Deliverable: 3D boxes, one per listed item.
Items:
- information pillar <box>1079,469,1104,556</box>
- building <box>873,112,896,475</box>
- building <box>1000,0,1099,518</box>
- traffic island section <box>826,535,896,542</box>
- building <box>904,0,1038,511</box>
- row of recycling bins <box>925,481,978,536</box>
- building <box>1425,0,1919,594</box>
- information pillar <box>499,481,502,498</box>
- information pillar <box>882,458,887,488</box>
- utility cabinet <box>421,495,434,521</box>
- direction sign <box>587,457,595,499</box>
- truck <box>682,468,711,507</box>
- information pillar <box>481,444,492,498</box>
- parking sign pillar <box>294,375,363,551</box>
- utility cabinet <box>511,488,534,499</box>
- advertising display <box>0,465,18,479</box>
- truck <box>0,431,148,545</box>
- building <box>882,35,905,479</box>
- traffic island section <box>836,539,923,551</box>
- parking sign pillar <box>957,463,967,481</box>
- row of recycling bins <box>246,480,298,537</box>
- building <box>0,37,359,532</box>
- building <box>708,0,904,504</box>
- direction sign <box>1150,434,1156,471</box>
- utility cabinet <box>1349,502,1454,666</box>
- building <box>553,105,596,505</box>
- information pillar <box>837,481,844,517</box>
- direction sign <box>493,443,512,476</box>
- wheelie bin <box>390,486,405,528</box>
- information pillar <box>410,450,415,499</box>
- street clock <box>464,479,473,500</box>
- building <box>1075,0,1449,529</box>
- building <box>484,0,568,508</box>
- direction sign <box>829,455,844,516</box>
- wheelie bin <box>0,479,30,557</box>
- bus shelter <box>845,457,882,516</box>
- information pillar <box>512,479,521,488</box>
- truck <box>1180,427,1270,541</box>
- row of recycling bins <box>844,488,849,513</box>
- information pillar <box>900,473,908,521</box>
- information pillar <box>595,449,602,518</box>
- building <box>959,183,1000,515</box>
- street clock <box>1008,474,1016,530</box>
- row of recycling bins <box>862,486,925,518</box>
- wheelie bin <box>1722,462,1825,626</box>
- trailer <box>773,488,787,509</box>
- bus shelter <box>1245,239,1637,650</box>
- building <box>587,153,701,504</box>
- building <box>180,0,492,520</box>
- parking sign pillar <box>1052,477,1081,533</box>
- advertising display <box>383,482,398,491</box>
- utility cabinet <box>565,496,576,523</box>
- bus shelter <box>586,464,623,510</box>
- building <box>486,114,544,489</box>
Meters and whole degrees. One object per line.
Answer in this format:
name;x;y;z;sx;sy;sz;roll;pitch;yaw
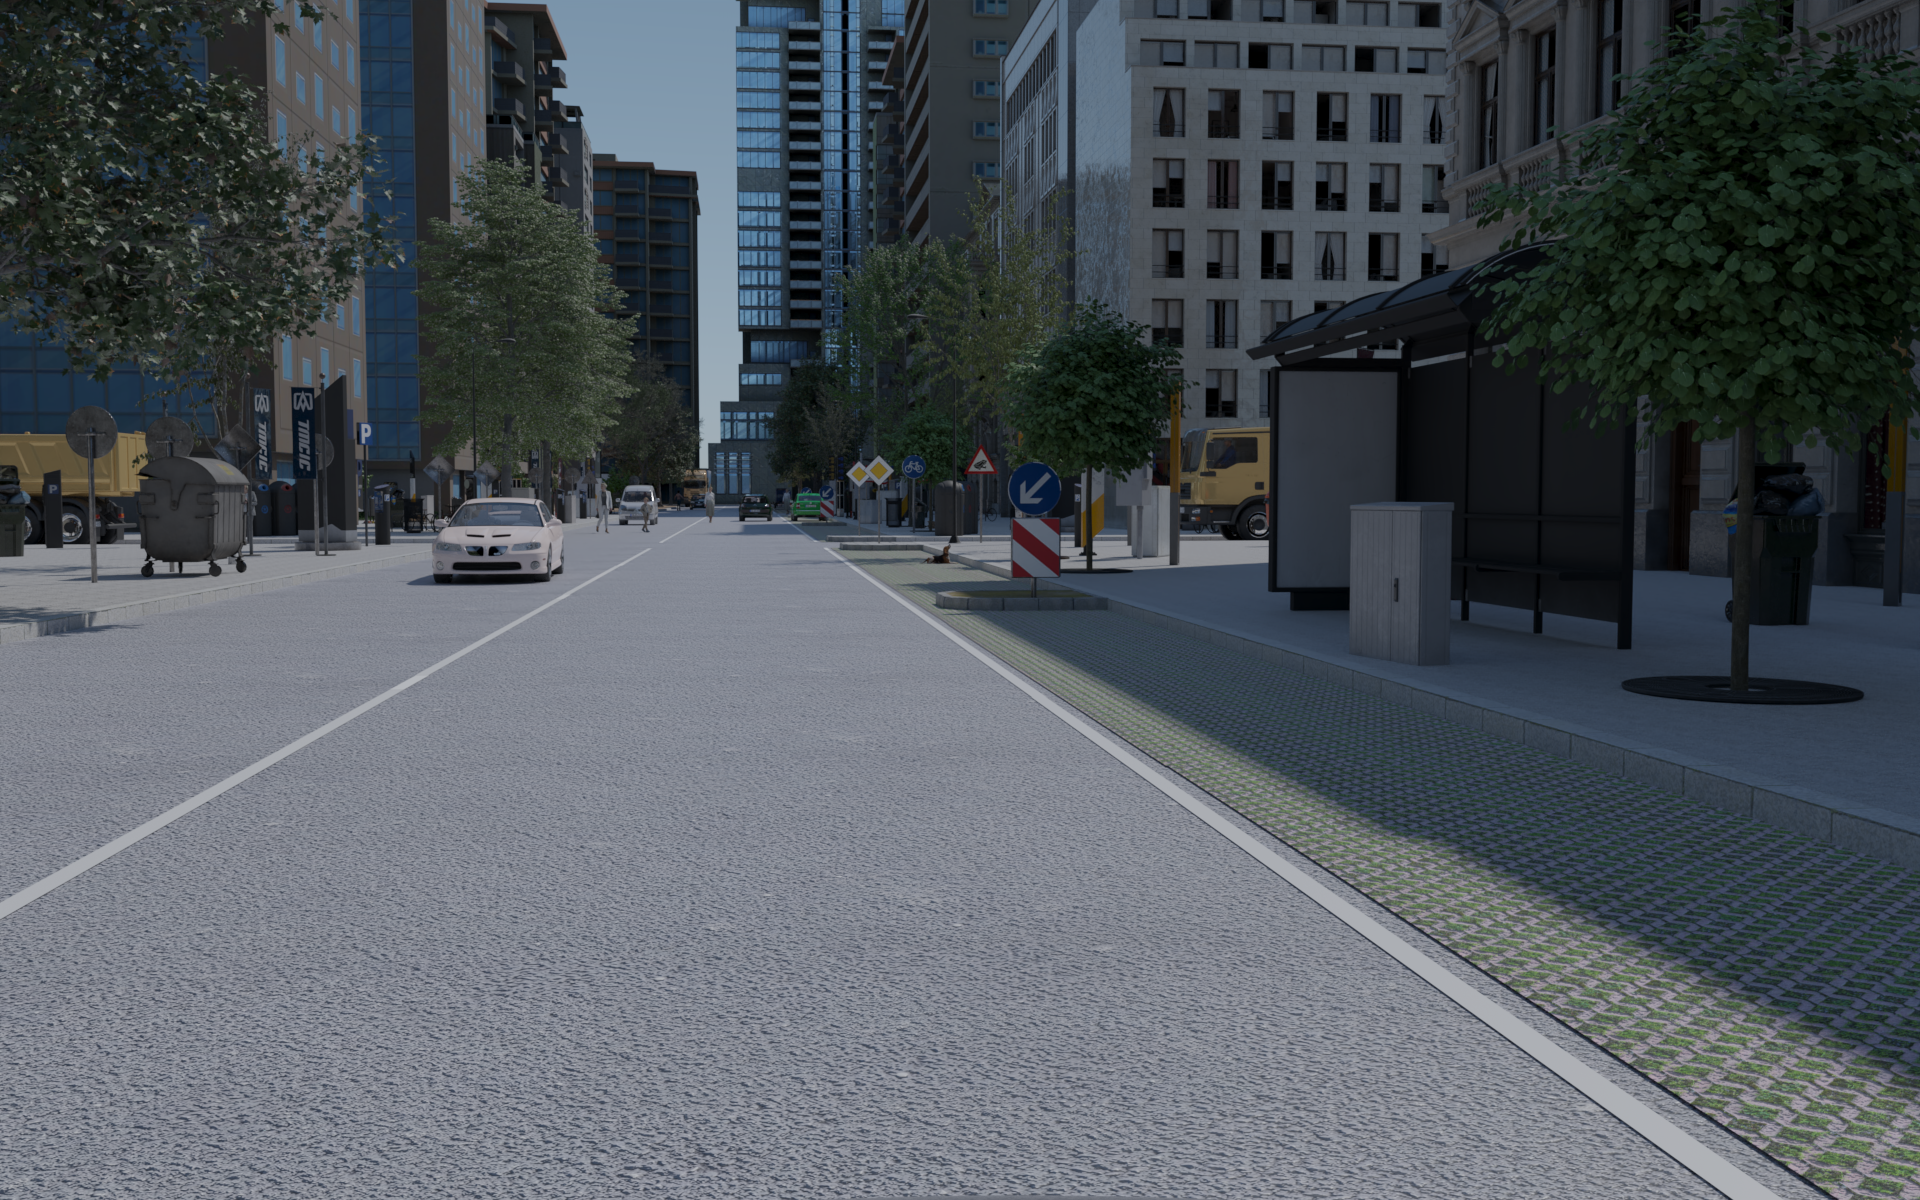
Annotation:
information pillar;2.751;-2.733;36.044;0.504;3.616;0.183;-1;4;-15
building;-2.589;-30.951;189.641;14.154;41.232;14.086;0;4;-7
building;9.347;-16.324;84.923;12.078;24.808;19.932;0;4;-7
traffic island section;-3.048;-1.868;52.822;2.009;0.180;2.903;0;4;-7
building;7.044;-31.652;141.211;21.300;48.544;21.600;0;4;-7
row of recycling bins;-0.135;-2.892;54.403;1.069;1.692;3.534;1;4;11
building;16.265;-12.184;28.095;11.050;23.489;19.941;0;4;-7
information pillar;-24.885;-5.479;94.074;0.304;2.012;0.304;-1;4;-18
information pillar;-4.704;-7.079;107.092;0.183;3.616;0.504;-3;5;-39
utility cabinet;-24.997;-4.289;81.283;0.306;1.237;1.020;0;4;0
direction sign;-22.703;-7.006;106.551;0.379;3.537;0.876;1;4;19
truck;-28.699;-12.258;189.337;2.839;4.237;11.283;0;4;-5
information pillar;-21.490;-5.331;78.515;0.504;3.616;0.183;-3;5;-41
parking sign pillar;-14.485;-3.126;39.585;1.447;3.967;1.447;1;4;18
utility cabinet;-15.462;-3.185;60.746;1.173;1.500;0.318;2;4;28
advertising display;-21.401;-2.029;38.388;0.974;1.923;0.123;-1;4;-22
truck;-26.923;-3.042;45.668;9.791;3.379;3.469;0;4;-8
building;3.975;-31.322;166.745;22.147;44.769;28.867;0;4;-7
traffic island section;-2.076;-1.383;44.896;2.009;0.180;2.903;0;4;-7
parking sign pillar;-0.268;-6.280;91.143;1.447;3.967;1.447;2;4;30
row of recycling bins;-21.093;-2.795;52.817;1.069;1.692;3.534;2;4;28
building;-30.605;-25.250;62.953;14.600;45.320;14.200;0;4;-7
building;-17.625;-55.997;228.214;31.000;86.520;22.319;0;4;-7
direction sign;6.358;-4.016;57.664;0.379;3.537;0.876;2;4;25
utility cabinet;3.391;-0.137;13.401;0.306;1.237;1.020;-1;4;-18
building;-46.178;-30.594;183.813;14.086;41.232;14.154;0;4;-7
information pillar;-6.690;-5.651;96.879;0.304;2.012;0.304;-3;4;-37
direction sign;-20.210;-5.173;76.575;0.379;3.537;0.876;3;5;43
wheelie bin;-21.541;-3.560;66.118;0.693;1.594;0.980;-2;4;-27
information pillar;-28.951;-6.130;91.586;0.183;3.616;0.504;-3;4;-38
street clock;-23.656;-4.823;83.425;0.471;2.002;0.358;3;5;42
building;13.779;-13.034;67.865;16.860;20.320;10.420;0;4;-7
building;-46.381;-30.458;152.605;22.147;44.769;28.867;0;4;-7
direction sign;-7.245;-6.689;101.367;0.876;3.537;0.379;0;4;-2
wheelie bin;-19.529;-1.685;35.461;0.693;1.594;0.980;3;5;41
bus shelter;-5.404;-6.397;98.516;2.014;3.302;5.546;0;4;-7
information pillar;-21.355;-4.833;83.515;0.304;2.012;0.304;3;4;37
truck;10.494;-3.354;50.758;9.791;3.379;3.469;0;4;-6
row of recycling bins;-7.889;-6.852;119.149;1.069;1.692;3.534;1;4;21
information pillar;-2.649;-5.501;81.294;0.183;3.616;0.504;3;4;36
information pillar;-18.976;-6.092;90.958;0.183;3.616;0.504;-3;5;-44
building;7.339;-17.925;112.162;14.460;24.649;34.723;0;4;-7
street clock;1.895;-3.514;62.019;0.358;2.002;0.471;-1;4;-13
row of recycling bins;-3.525;-5.290;93.600;3.534;1.692;1.069;-1;4;-13
wheelie bin;8.053;-0.561;17.081;0.980;1.594;0.693;-1;4;-11
trailer;-17.691;-10.030;171.032;1.471;1.999;3.904;-1;4;-8
bus shelter;4.484;-1.384;16.546;2.014;3.302;5.546;0;4;-7
building;-48.320;-34.898;225.206;28.867;44.769;22.147;0;4;-7
building;-36.331;-27.707;103.120;14.600;45.320;14.200;0;4;-7
parking sign pillar;3.755;-4.268;58.254;1.447;3.967;1.447;2;4;34
advertising display;-29.965;-5.258;91.182;0.974;1.923;0.123;2;4;32
utility cabinet;-17.084;-3.963;75.961;0.306;1.237;1.020;0;4;-2
bus shelter;-24.177;-7.583;117.901;2.014;3.302;5.546;0;4;-7
building;-39.521;-22.000;131.406;14.160;30.474;14.107;0;4;-7
